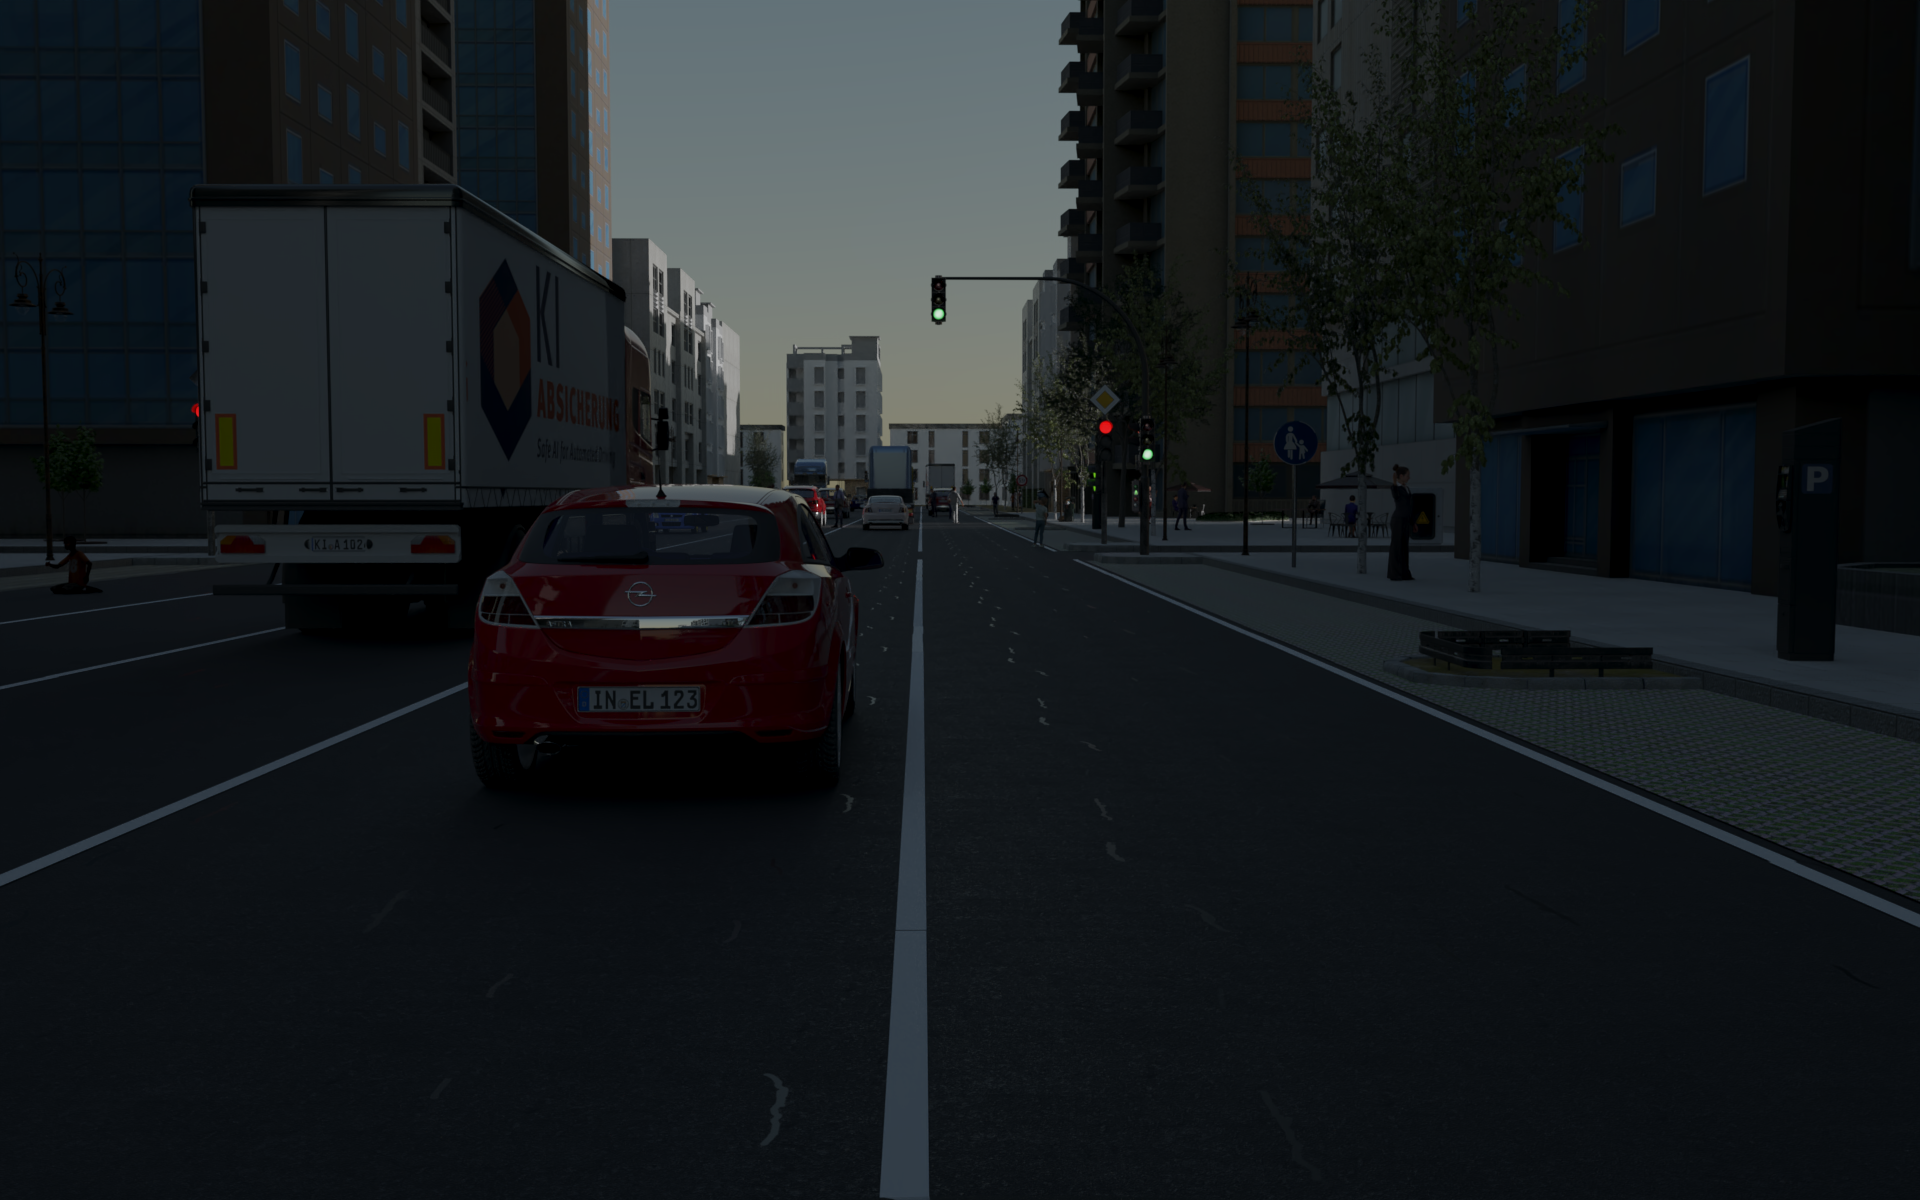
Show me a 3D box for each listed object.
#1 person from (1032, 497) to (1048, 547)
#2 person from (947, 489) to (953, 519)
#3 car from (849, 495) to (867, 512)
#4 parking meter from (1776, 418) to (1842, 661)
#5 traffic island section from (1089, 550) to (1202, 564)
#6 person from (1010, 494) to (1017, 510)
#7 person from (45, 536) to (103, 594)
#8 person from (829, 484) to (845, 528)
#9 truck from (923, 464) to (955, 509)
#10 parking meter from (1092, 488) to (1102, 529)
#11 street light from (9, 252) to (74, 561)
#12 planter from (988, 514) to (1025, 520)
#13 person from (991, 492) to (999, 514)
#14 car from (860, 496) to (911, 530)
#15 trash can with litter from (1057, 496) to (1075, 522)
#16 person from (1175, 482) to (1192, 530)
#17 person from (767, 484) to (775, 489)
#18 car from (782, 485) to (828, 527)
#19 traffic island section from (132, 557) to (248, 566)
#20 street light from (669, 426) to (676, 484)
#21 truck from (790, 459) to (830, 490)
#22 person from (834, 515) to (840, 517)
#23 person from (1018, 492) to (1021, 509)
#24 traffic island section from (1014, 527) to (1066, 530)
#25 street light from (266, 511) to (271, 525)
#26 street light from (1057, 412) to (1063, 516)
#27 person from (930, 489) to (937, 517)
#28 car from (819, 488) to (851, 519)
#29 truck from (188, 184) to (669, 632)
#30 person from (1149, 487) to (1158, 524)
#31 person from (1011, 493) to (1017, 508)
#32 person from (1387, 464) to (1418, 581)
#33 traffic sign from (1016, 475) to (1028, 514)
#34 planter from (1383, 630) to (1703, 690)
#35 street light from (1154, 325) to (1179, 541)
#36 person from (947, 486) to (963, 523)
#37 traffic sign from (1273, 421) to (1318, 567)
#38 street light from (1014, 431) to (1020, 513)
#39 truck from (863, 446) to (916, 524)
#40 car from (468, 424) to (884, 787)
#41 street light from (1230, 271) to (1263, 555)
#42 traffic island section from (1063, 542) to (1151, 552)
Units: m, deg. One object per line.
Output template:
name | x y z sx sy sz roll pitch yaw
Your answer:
person | 2.147 -2.100 46.737 0.435 1.345 0.340 0 4 5
person | -0.467 -5.487 99.153 0.436 1.711 0.756 2 4 32
car | -8.054 -7.858 141.060 1.945 1.354 3.894 0 4 -1
parking meter | 6.530 -0.468 13.357 0.399 1.863 0.255 0 4 5
traffic island section | 3.903 -0.872 36.538 2.009 0.180 2.903 0 4 -1
person | 4.195 -7.781 136.527 0.557 1.426 1.065 -2 4 -28
person | -12.810 -0.495 24.888 0.859 0.850 0.655 2 4 31
person | -5.247 -3.973 73.324 0.709 1.838 0.599 3 4 38
truck | -1.965 -10.747 164.619 2.839 4.237 11.283 0 4 -3
parking meter | 4.995 -3.344 63.081 0.372 1.533 0.369 0 3 0
street light | -17.591 -3.701 33.303 0.468 5.910 1.993 0 4 -1
planter | 2.568 -4.619 96.652 1.991 0.319 1.994 0 4 -1
person | 2.353 -6.177 111.697 0.471 1.553 0.569 -3 5 -44
car | -3.013 -3.532 70.109 2.083 1.381 4.827 0 4 -3
trash can with litter | 4.839 -4.181 79.741 0.624 1.170 1.055 -2 4 -31
person | 7.873 -3.310 61.087 0.530 1.710 0.541 -1 4 -17
person | -5.500 -2.510 50.337 0.445 1.727 0.742 0 4 7
car | -7.040 -4.166 76.790 2.281 1.827 5.304 0 4 -2
traffic island section | -15.614 -0.846 36.112 2.009 0.180 2.903 0 4 -1
street light | -19.418 -8.810 116.826 0.468 5.910 1.993 0 4 -1
truck | -11.641 -9.136 139.132 2.967 4.110 18.799 0 4 -2
person | -7.885 -6.094 110.002 0.662 1.594 0.647 1 4 16
person | 5.276 -8.794 151.297 0.415 1.643 0.593 -3 5 -44
traffic island section | 3.173 -2.833 69.180 1.991 0.108 1.994 0 4 -1
street light | -17.904 -4.400 44.725 0.468 5.910 1.993 0 4 -1
street light | 4.874 -6.763 83.359 0.468 5.910 1.993 0 4 -1
person | -1.671 -5.965 106.470 0.683 1.767 0.568 3 5 41
car | -7.629 -5.771 103.022 2.281 1.827 5.304 0 4 -1
truck | -5.740 -1.980 21.289 2.839 4.237 11.283 0 4 0
person | 8.138 -4.061 73.898 0.517 1.644 0.566 0 4 -7
person | 5.035 -9.523 162.409 0.551 1.740 0.621 -3 5 -44
person | 6.532 -1.142 25.513 0.445 1.727 0.742 1 4 12
traffic sign | 4.042 -6.905 113.000 0.768 2.556 0.104 0 4 8
planter | 4.407 0.462 13.585 1.991 0.319 1.994 0 4 -1
street light | 5.660 -4.579 47.660 0.468 5.910 1.993 0 4 -1
person | -0.208 -4.679 85.146 0.875 1.805 0.789 2 4 27
traffic sign | 5.840 -1.842 30.216 0.768 2.556 0.104 0 4 2
street light | 3.956 -8.947 119.070 0.468 5.910 1.993 0 4 -1
truck | -3.688 -6.174 90.706 2.967 4.110 18.799 0 4 -2
car | -1.521 -0.058 9.989 2.155 1.783 4.494 0 4 -2
street light | 5.980 -3.873 36.106 0.468 5.910 1.993 0 4 -1
traffic island section | 3.726 -1.360 44.521 2.009 0.180 2.903 0 4 -1
